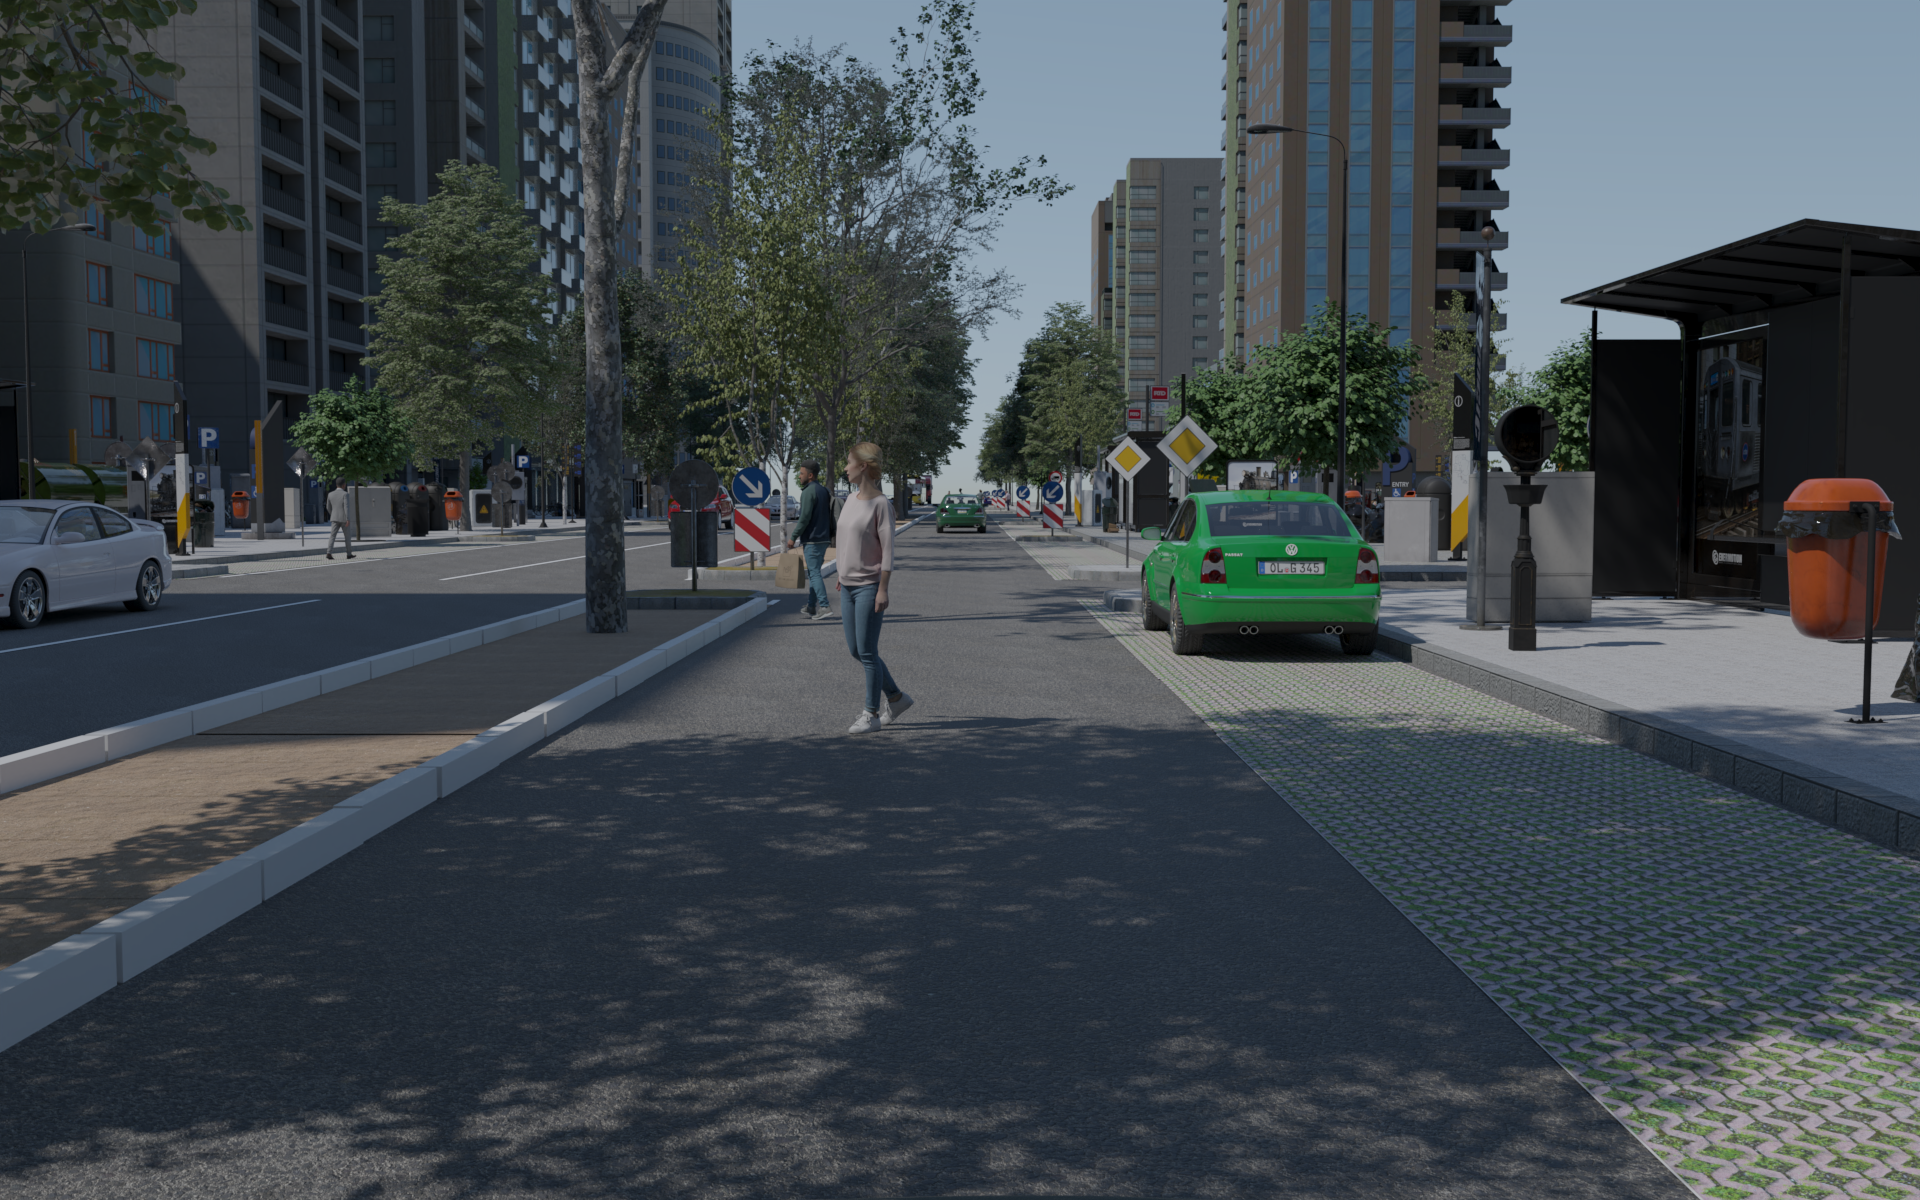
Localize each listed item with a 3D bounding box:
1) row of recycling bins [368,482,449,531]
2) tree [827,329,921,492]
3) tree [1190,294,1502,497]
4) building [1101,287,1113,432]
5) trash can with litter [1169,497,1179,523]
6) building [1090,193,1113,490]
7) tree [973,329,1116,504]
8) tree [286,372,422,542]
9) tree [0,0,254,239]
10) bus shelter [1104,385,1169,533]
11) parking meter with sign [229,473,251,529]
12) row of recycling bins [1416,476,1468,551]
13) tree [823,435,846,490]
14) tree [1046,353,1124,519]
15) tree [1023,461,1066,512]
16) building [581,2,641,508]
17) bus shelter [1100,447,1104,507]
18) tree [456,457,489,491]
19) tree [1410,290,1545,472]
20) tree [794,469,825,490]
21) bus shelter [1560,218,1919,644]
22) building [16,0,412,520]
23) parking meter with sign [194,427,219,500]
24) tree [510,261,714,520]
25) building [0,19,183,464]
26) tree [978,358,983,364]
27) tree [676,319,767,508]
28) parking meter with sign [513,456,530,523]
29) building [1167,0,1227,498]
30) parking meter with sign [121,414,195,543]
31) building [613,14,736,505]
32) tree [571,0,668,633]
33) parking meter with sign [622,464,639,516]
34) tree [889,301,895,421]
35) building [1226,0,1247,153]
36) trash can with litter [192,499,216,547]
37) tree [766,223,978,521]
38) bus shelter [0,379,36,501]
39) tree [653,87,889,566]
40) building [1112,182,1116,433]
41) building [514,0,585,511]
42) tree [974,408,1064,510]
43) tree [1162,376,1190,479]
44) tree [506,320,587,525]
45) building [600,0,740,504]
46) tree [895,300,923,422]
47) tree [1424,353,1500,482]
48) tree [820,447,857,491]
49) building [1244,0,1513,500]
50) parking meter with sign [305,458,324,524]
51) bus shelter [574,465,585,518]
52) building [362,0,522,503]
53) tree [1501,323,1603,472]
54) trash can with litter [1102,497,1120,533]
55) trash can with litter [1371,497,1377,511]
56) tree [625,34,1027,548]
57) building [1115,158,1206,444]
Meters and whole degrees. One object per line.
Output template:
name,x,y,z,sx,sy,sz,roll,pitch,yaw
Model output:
row of recycling bins,-19.054,-3.213,59.641,1.069,1.692,3.534,2,4,25
tree,-3.601,-7.360,73.161,4.360,8.622,3.978,0,3,0
tree,6.167,-2.748,28.650,4.285,4.588,4.351,0,3,0
building,26.503,-28.757,241.883,14.160,30.474,14.107,0,4,0
trash can with litter,8.474,-3.600,70.253,0.624,1.170,1.055,-1,4,-16
building,26.782,-37.097,256.645,14.600,45.320,14.200,0,4,0
tree,6.434,-12.267,117.574,9.611,12.733,9.660,0,3,0
tree,-16.346,-3.860,46.827,4.285,4.588,4.351,0,3,0
tree,-3.573,-5.116,4.226,7.486,12.596,7.792,0,3,0
bus shelter,6.644,-5.137,61.619,2.179,5.291,8.768,0,4,0
parking meter with sign,-26.707,-4.161,64.295,1.738,3.016,0.543,-2,4,-29
row of recycling bins,12.091,-1.953,39.046,3.534,1.692,1.069,1,4,19
tree,-15.391,-17.477,220.168,8.767,10.594,7.601,2,4,28
tree,6.180,-8.552,90.193,4.737,8.622,4.395,0,3,0
tree,6.262,-8.800,127.590,4.285,4.588,4.351,0,3,0
building,-37.327,-30.982,156.671,14.600,45.320,14.200,0,4,0
bus shelter,7.401,-6.161,78.356,2.179,5.291,8.768,0,4,0
tree,-24.821,-5.782,89.138,1.663,3.219,1.824,0,3,0
tree,18.178,-6.810,61.699,4.737,8.622,4.395,0,3,0
tree,-15.810,-12.164,182.590,4.285,4.588,4.351,0,3,0
bus shelter,8.072,-1.627,17.892,1.731,3.624,6.357,0,4,0
building,-40.379,-39.787,88.764,20.563,71.187,20.611,0,4,0
parking meter with sign,-20.253,-3.038,45.939,1.738,3.016,0.543,3,5,44
tree,-16.897,-10.297,85.362,9.611,12.733,9.660,0,3,0
building,-46.321,-13.001,57.608,27.650,21.520,28.899,0,4,0
tree,-3.261,-11.171,91.763,9.857,13.997,8.962,0,3,0
tree,-16.261,-13.204,122.534,9.857,13.997,8.962,0,3,0
parking meter with sign,-19.735,-4.988,77.811,0.543,3.016,1.738,0,4,-5
building,31.038,-51.176,149.399,22.319,86.520,31.000,0,4,0
parking meter with sign,-17.797,-2.546,37.890,1.738,3.016,0.543,0,4,4
building,-40.544,-41.217,215.902,21.231,58.520,28.212,0,4,0
tree,-2.438,-9.668,16.420,12.611,20.169,13.585,0,3,0
parking meter with sign,-19.359,-6.342,99.948,0.543,3.016,1.738,3,5,42
tree,-3.723,-5.103,36.247,4.737,8.622,4.395,0,3,0
building,26.415,-27.165,127.746,14.154,41.232,14.086,0,4,0
trash can with litter,-18.263,-1.854,41.702,0.624,1.170,1.055,-1,4,-22
tree,-3.812,-10.480,80.459,9.857,13.997,8.962,0,3,0
bus shelter,-20.404,-2.592,33.654,1.731,3.624,6.357,0,3,0
tree,-3.642,-4.807,31.419,4.737,8.622,4.395,0,3,0
building,26.879,-33.255,227.306,14.154,41.232,14.086,0,4,0
building,-41.712,-31.479,134.287,23.786,49.044,30.456,0,4,0
tree,6.315,-14.345,168.949,8.767,10.594,7.601,-1,4,-20
tree,6.091,-3.412,39.499,4.285,4.588,4.351,0,3,0
tree,-16.879,-7.484,72.726,4.360,8.622,3.978,0,3,0
building,-39.976,-49.041,240.067,20.563,71.187,20.611,0,4,0
tree,-3.103,-6.219,54.505,4.737,8.622,4.395,0,3,0
tree,26.424,-8.653,91.833,4.360,8.622,3.978,0,3,0
tree,-16.191,-20.543,252.880,9.611,12.733,9.660,0,3,0
building,26.762,-28.342,113.504,14.600,45.320,14.200,0,4,0
parking meter with sign,-27.659,-4.775,74.330,0.543,3.016,1.738,0,4,-4
bus shelter,-19.449,-6.291,94.148,1.731,3.624,6.357,0,4,0
building,-37.222,-26.203,112.017,14.154,41.232,14.086,0,4,0
tree,12.143,-3.037,33.376,4.285,4.588,4.351,0,3,0
trash can with litter,5.074,-2.817,57.447,0.624,1.170,1.055,-1,4,-11
trash can with litter,17.936,-3.923,75.530,0.624,1.170,1.055,-2,4,-32
tree,-3.444,-8.125,45.671,12.009,13.543,11.850,0,3,0
building,27.214,-32.393,213.219,14.154,41.232,14.086,0,4,0
